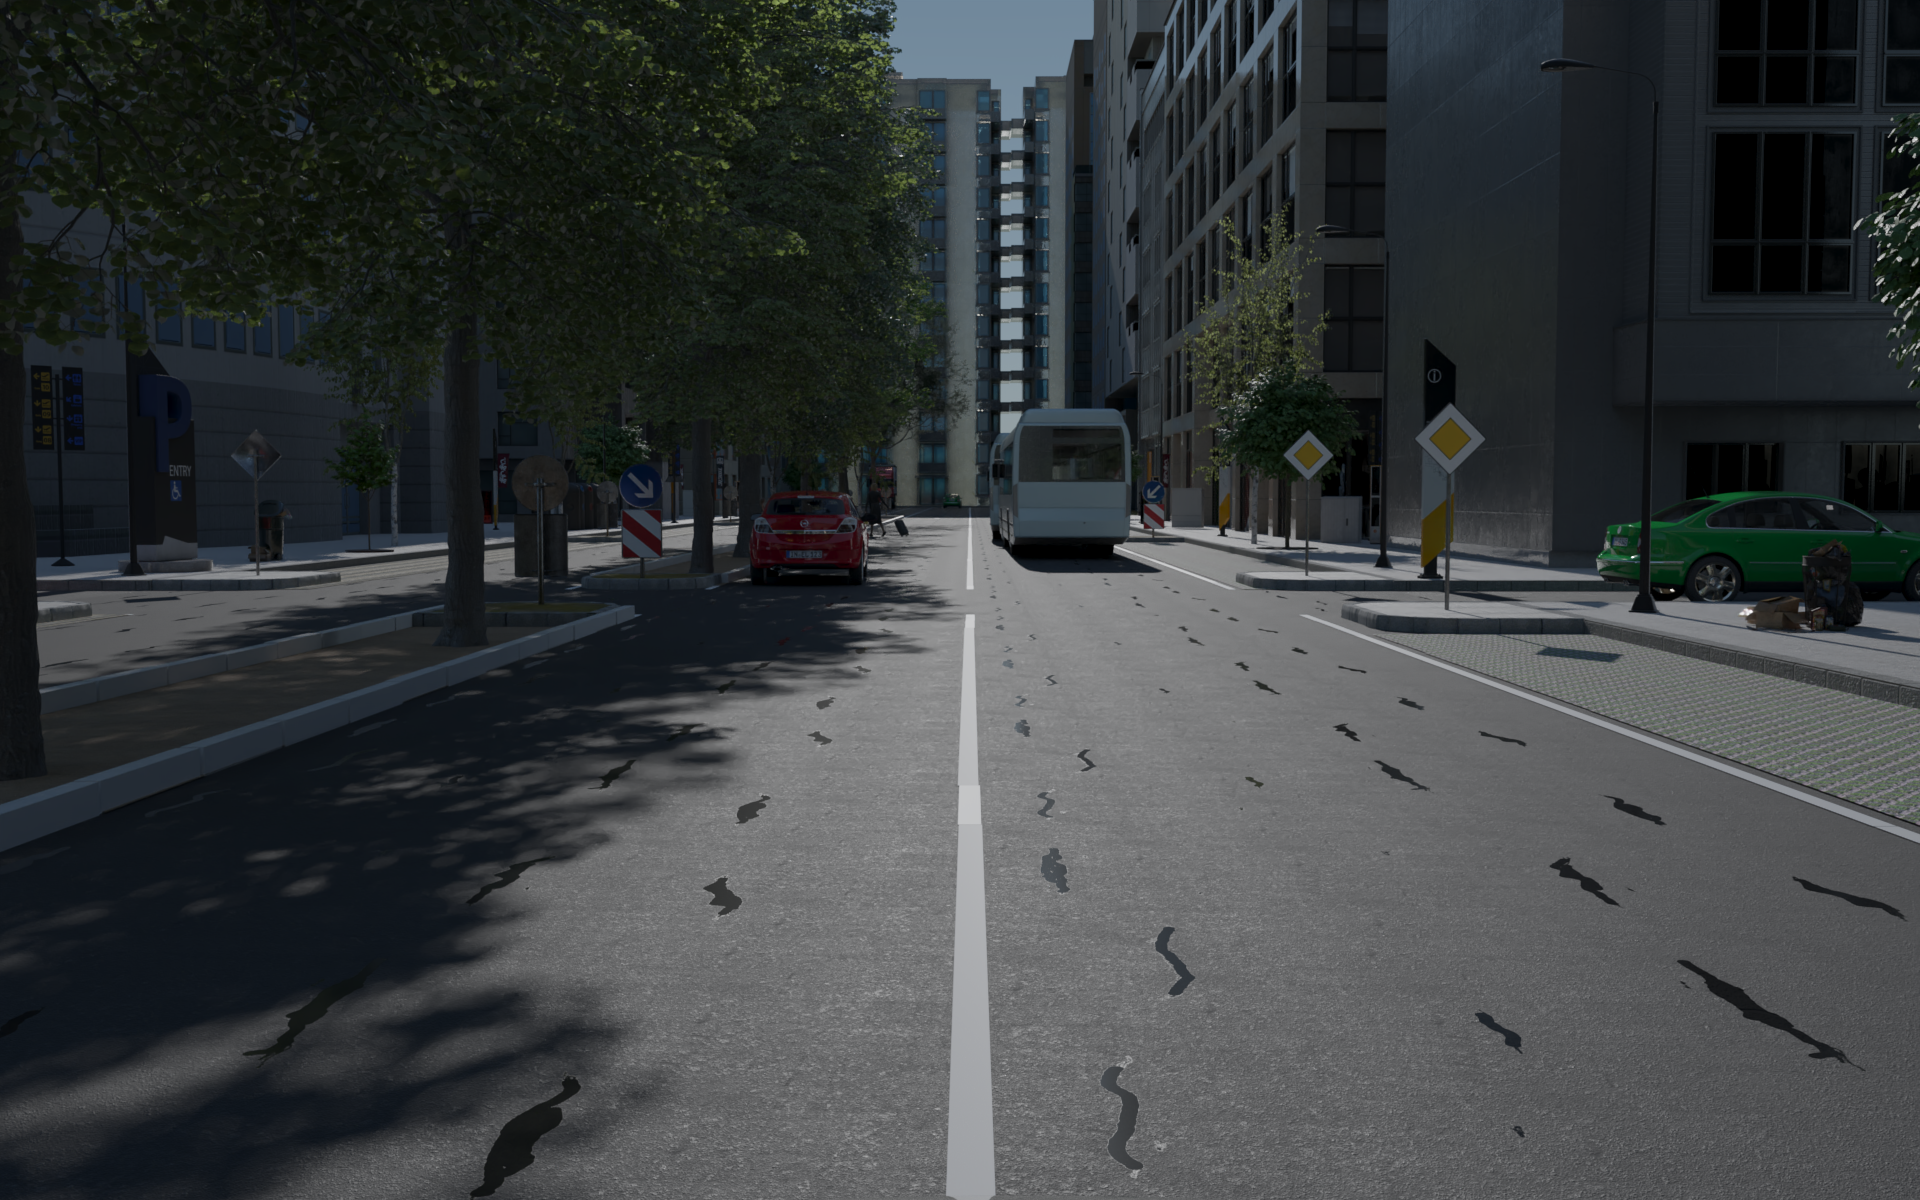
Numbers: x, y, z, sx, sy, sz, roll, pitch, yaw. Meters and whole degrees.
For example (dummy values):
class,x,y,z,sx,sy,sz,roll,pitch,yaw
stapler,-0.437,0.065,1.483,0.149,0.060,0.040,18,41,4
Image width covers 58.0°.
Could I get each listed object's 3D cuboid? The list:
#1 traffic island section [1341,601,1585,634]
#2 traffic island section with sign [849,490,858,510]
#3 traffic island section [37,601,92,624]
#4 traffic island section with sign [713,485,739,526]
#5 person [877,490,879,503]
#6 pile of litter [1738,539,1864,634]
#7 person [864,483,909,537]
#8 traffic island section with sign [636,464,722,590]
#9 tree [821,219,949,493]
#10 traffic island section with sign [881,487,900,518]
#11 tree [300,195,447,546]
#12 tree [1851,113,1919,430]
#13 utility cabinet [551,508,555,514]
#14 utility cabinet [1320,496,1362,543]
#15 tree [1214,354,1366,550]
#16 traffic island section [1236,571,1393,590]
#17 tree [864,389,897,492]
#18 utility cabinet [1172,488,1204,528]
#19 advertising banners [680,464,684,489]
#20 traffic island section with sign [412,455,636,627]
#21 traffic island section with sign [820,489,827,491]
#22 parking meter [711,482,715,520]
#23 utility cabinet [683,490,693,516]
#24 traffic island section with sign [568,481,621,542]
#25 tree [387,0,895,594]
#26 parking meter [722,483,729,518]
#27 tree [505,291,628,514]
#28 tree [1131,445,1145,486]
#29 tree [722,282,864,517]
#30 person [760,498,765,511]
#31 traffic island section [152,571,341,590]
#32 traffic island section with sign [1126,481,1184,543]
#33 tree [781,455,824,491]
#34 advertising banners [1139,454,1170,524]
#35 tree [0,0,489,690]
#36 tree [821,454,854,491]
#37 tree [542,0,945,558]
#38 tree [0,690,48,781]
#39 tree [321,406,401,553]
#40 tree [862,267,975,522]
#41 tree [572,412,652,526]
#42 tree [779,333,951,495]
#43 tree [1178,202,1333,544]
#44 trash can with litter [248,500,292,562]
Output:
class,x,y,z,sx,sy,sz,roll,pitch,yaw
traffic island section,5.414,0.188,19.203,2.009,0.180,2.903,0,4,0
traffic island section with sign,-9.999,-9.086,157.190,1.989,1.847,2.006,0,4,0
traffic island section,-11.127,0.182,19.304,2.009,0.180,2.903,0,4,0
traffic island section with sign,-10.452,-4.299,78.923,1.989,1.847,2.006,0,4,0
person,-6.601,-7.796,136.700,1.217,1.736,0.721,2,4,34
pile of litter,8.075,-0.167,16.696,1.719,0.858,1.176,-3,4,-36
person,-2.531,-3.040,58.419,1.509,1.804,0.699,2,4,25
traffic island section with sign,-4.823,-1.148,26.909,2.006,1.907,1.989,0,4,0
tree,-4.154,-8.151,61.480,9.928,11.665,9.643,0,3,0
traffic island section with sign,-4.394,-5.744,102.046,2.006,1.907,1.989,0,4,0
tree,-14.117,-5.657,42.862,4.737,8.622,4.395,0,3,0
tree,7.716,-1.702,11.540,4.285,4.588,4.351,0,3,0
utility cabinet,-16.883,-3.811,73.473,0.306,1.237,1.020,3,5,41
utility cabinet,9.957,-2.085,45.245,1.020,1.237,0.306,2,4,28
tree,7.695,-3.459,40.275,4.285,4.588,4.351,0,3,0
traffic island section,5.461,-0.300,27.188,2.009,0.180,2.903,0,4,0
tree,-4.488,-7.635,77.651,4.737,8.622,4.395,0,3,0
utility cabinet,8.530,-3.433,64.812,1.173,1.500,0.318,2,4,27
advertising banners,-15.833,-6.370,100.336,0.090,3.025,2.074,-2,4,-28
traffic island section with sign,-4.876,-0.695,19.502,2.006,1.907,1.989,0,4,0
traffic island section with sign,-10.157,-7.368,129.102,1.989,1.847,2.006,0,4,0
parking meter,-12.447,-4.935,86.405,0.399,1.863,0.255,3,5,43
utility cabinet,-15.286,-5.481,98.296,0.318,1.500,1.173,-3,5,-40
traffic island section with sign,-10.613,-2.646,51.890,1.989,1.847,2.006,0,4,0
tree,-4.460,-6.650,29.307,7.486,12.596,7.792,0,3,0
parking meter,-12.397,-5.248,91.521,0.255,1.863,0.399,1,4,8
tree,-13.450,-6.617,58.555,4.737,8.622,4.395,0,3,0
tree,8.033,-6.581,91.314,4.285,4.588,4.351,0,3,0
tree,-4.996,-5.728,46.471,4.737,8.622,4.395,0,3,0
person,-8.657,-3.854,76.182,0.373,1.253,0.362,0,4,-8
traffic island section,-11.080,-0.306,27.289,2.009,0.180,2.903,0,4,0
traffic island section with sign,5.604,-2.640,51.786,1.989,1.847,2.006,0,4,0
tree,-13.297,-10.140,149.501,4.285,4.588,4.351,0,3,0
advertising banners,8.381,-4.788,74.474,2.074,3.025,0.090,-3,5,-44
tree,-4.771,-5.858,16.362,7.486,12.596,7.792,0,3,0
tree,-12.480,-14.057,180.195,4.360,8.622,3.978,0,3,0
tree,-4.782,-7.931,38.790,9.857,13.997,8.962,0,3,0
tree,-4.956,-5.395,8.791,7.486,12.596,7.792,0,3,0
tree,-13.158,-2.660,38.098,1.663,3.219,1.824,0,3,0
tree,-4.306,-10.639,86.774,12.009,13.543,11.850,0,3,0
tree,-14.006,-5.246,69.482,4.285,4.588,4.351,0,3,0
tree,-4.524,-8.165,70.362,8.767,10.594,7.601,0,4,0
tree,7.578,-5.758,44.498,4.360,8.622,3.978,0,3,0
trash can with litter,-13.248,-1.334,33.190,0.624,1.170,1.055,0,4,-5
